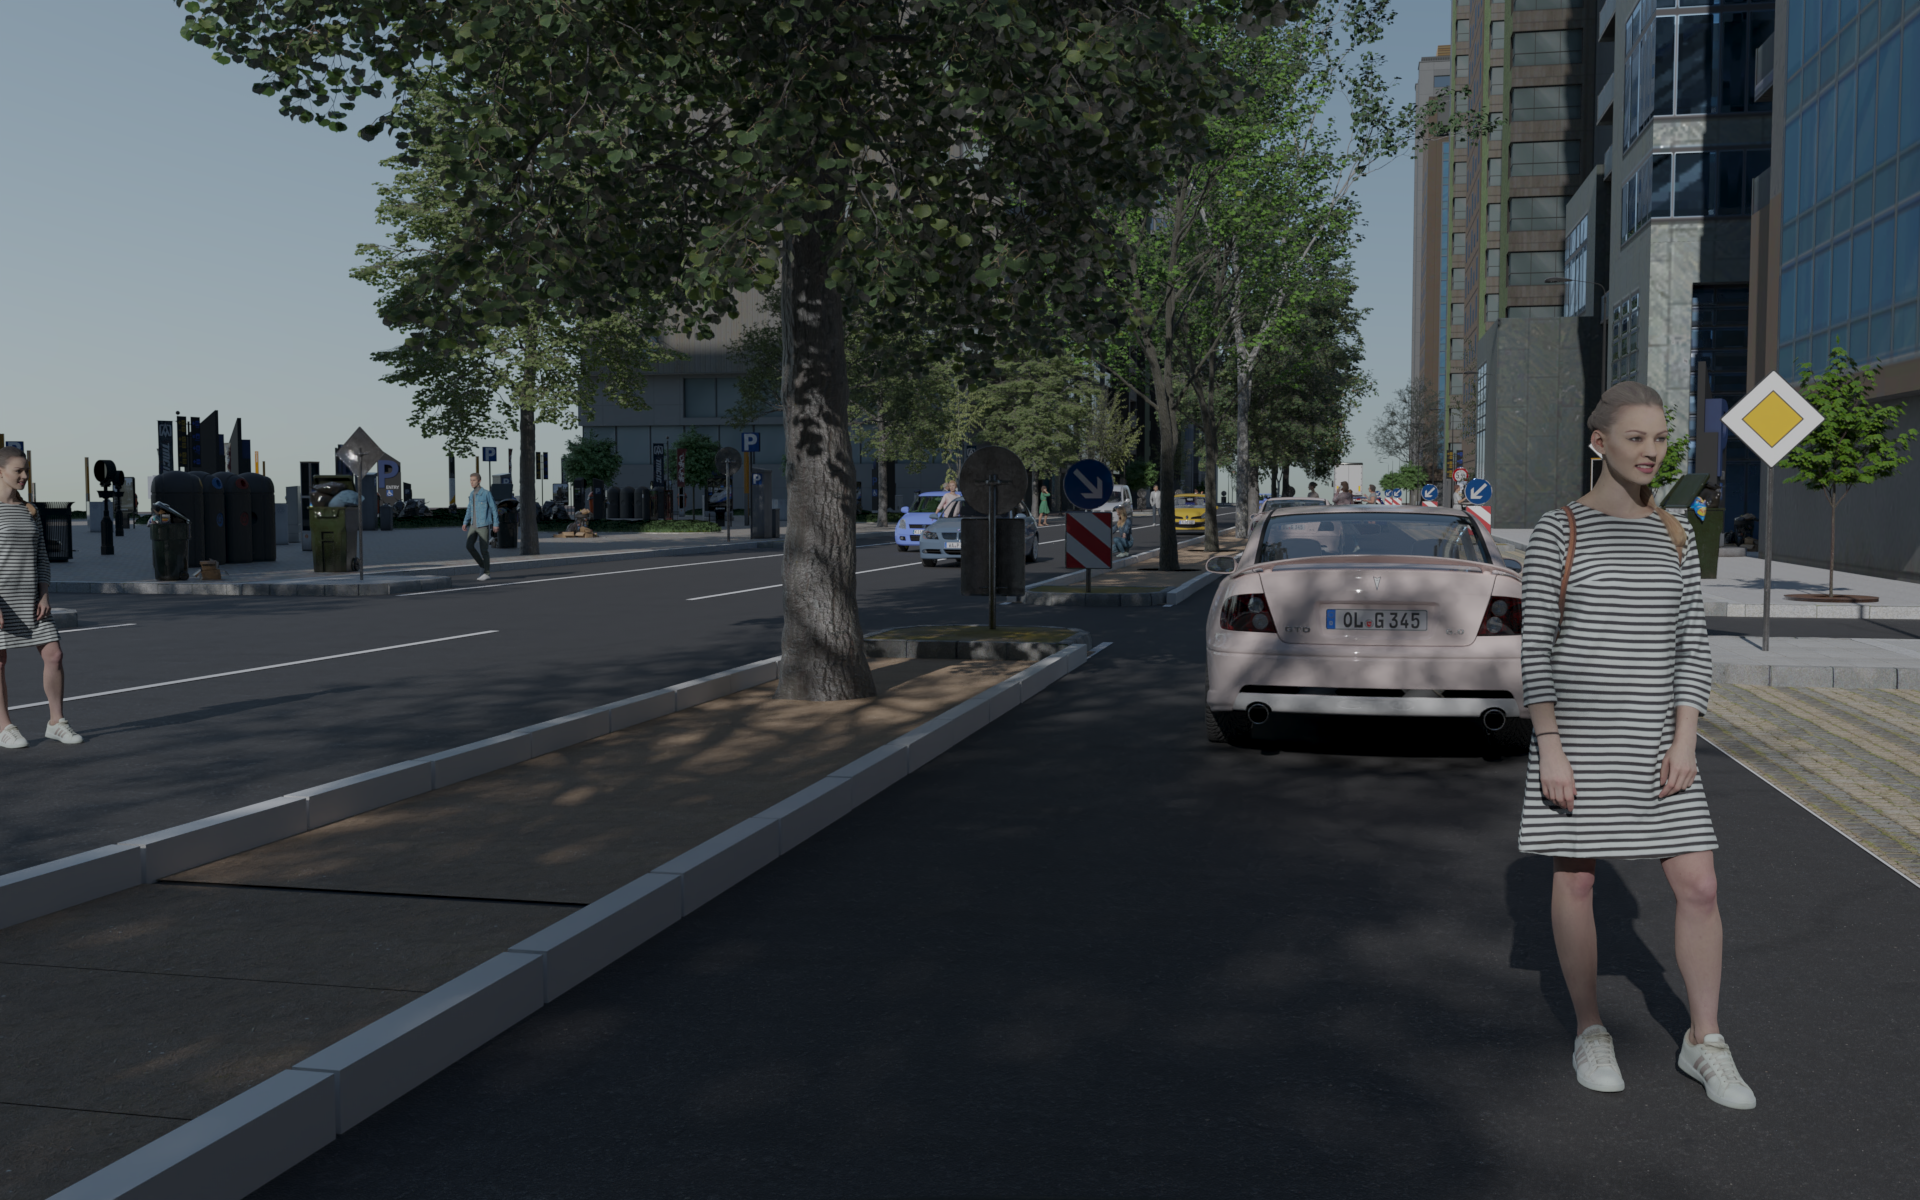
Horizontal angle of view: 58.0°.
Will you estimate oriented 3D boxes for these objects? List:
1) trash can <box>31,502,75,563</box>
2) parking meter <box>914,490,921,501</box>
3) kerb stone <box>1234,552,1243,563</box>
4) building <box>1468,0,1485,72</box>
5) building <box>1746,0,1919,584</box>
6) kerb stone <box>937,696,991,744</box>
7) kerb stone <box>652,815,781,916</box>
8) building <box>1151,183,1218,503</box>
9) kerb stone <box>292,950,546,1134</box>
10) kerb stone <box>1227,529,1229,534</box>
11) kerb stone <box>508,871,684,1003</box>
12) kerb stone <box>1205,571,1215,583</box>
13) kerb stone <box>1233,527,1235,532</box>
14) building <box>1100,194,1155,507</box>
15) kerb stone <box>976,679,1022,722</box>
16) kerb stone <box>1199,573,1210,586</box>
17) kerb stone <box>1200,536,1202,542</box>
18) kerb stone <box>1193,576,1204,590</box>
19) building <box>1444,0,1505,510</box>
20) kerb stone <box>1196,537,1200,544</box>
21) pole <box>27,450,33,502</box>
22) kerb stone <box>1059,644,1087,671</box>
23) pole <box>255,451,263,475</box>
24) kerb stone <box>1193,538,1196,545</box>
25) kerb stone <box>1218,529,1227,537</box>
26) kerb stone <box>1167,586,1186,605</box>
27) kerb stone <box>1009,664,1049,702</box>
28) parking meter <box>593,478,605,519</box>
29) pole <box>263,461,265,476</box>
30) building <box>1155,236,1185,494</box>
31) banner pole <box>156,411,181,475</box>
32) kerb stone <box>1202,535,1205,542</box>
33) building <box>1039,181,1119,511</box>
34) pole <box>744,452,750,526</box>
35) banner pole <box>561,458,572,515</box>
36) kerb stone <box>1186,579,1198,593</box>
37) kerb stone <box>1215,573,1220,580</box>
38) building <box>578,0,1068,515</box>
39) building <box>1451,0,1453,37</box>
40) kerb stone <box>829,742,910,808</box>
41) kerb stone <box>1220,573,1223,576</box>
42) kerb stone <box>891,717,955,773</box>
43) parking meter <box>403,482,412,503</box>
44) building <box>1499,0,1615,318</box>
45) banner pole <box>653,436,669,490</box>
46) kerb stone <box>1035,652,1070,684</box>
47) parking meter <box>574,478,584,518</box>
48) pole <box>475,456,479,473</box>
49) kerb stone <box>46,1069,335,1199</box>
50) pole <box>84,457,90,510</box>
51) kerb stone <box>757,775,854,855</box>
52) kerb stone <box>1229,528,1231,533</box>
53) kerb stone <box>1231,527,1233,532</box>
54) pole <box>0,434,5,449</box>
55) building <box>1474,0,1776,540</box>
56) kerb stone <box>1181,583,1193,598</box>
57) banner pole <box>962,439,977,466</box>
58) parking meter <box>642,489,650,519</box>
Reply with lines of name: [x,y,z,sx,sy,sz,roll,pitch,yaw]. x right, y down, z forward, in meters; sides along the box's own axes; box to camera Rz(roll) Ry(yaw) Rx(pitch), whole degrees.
trash can: [-16.993,-1.274,32.484,0.748,1.137,0.748,0,3,0]
parking meter: [-2.460,-5.592,99.843,0.372,1.533,0.369,0,3,0]
kerb stone: [5.995,-0.901,36.925,0.120,0.150,1.000,1,4,13]
building: [41.578,-28.504,116.148,14.600,45.320,14.200,1,4,13]
building: [20.839,-22.907,24.648,14.200,45.320,14.600,1,4,13]
kerb stone: [0.013,0.724,10.362,0.120,0.150,1.000,1,4,13]
kerb stone: [-0.884,0.968,6.366,0.120,0.150,1.000,1,4,13]
building: [24.365,-42.690,239.981,21.231,58.520,28.212,1,4,13]
kerb stone: [-1.334,1.095,4.371,0.120,0.150,1.000,1,4,13]
kerb stone: [9.350,-2.396,61.378,0.120,0.150,1.000,1,4,13]
kerb stone: [-1.109,1.031,5.369,0.120,0.150,1.000,1,4,13]
kerb stone: [3.975,-0.347,27.937,0.120,0.150,1.000,1,4,13]
kerb stone: [10.026,-2.576,64.388,0.120,0.150,1.000,1,4,13]
building: [10.413,-24.056,165.023,14.160,30.474,14.107,1,4,13]
kerb stone: [0.239,0.663,11.360,0.120,0.150,1.000,1,4,13]
kerb stone: [3.743,-0.290,26.937,0.120,0.150,1.000,1,4,13]
kerb stone: [6.874,-1.724,50.376,0.120,0.150,1.000,1,4,13]
kerb stone: [3.516,-0.229,25.932,0.120,0.150,1.000,1,4,13]
building: [43.937,-27.316,130.213,14.154,41.232,14.086,1,4,13]
kerb stone: [6.655,-1.659,49.373,0.120,0.150,1.000,1,4,13]
pole: [-43.277,-5.306,80.599,0.158,3.312,0.155,0,3,0]
kerb stone: [0.918,0.482,14.371,0.120,0.150,1.000,1,4,13]
pole: [-33.448,-5.420,82.459,0.158,3.312,0.155,0,3,0]
kerb stone: [6.424,-1.596,48.372,0.120,0.150,1.000,1,4,13]
kerb stone: [9.124,-2.335,60.375,0.120,0.150,1.000,1,4,13]
kerb stone: [2.847,-0.045,22.926,0.120,0.150,1.000,1,4,13]
kerb stone: [0.472,0.601,12.365,0.120,0.150,1.000,1,4,13]
parking meter: [-13.249,-3.540,63.591,0.399,1.863,0.255,0,4,2]
pole: [-42.968,-6.919,106.966,0.158,3.312,0.155,0,3,0]
building: [17.280,-25.686,191.662,14.160,30.474,14.107,1,4,13]
banner pole: [-23.626,-3.786,51.921,0.401,3.779,0.863,3,5,39]
kerb stone: [7.097,-1.780,51.374,0.120,0.150,1.000,1,4,13]
building: [0.414,-32.067,143.904,23.786,49.044,30.456,1,4,13]
pole: [-8.612,-4.654,69.941,0.158,3.312,0.155,0,3,0]
banner pole: [-23.959,-7.073,105.666,0.863,3.779,0.401,-3,4,-36]
kerb stone: [3.289,-0.167,24.930,0.120,0.150,1.000,1,4,13]
kerb stone: [4.200,-0.408,28.934,0.120,0.150,1.000,1,4,13]
building: [-7.650,-32.215,115.957,28.713,52.752,27.495,1,4,13]
building: [53.033,-37.155,149.477,21.231,58.520,28.212,1,4,13]
kerb stone: [-0.438,0.846,8.363,0.120,0.150,1.000,1,4,13]
kerb stone: [4.417,-0.473,29.938,0.120,0.150,1.000,1,4,13]
kerb stone: [-0.209,0.785,9.364,0.120,0.150,1.000,1,4,13]
parking meter: [-26.416,-4.719,82.864,0.399,1.863,0.255,-1,4,-12]
building: [33.948,-19.212,85.818,14.160,30.474,14.107,1,4,13]
banner pole: [-12.881,-5.199,75.013,0.863,3.779,0.401,-1,4,-12]
kerb stone: [0.689,0.540,13.371,0.120,0.150,1.000,1,4,13]
parking meter: [-13.392,-3.375,60.896,0.255,1.863,0.399,0,4,6]
pole: [-25.901,-6.066,93.016,0.158,3.312,0.155,0,3,0]
kerb stone: [-1.555,1.153,3.369,0.120,0.150,1.000,1,4,13]
pole: [-48.099,-6.216,95.477,0.158,3.312,0.155,0,3,0]
kerb stone: [-0.659,0.909,7.363,0.120,0.150,1.000,1,4,13]
kerb stone: [9.578,-2.458,62.378,0.120,0.150,1.000,1,4,13]
kerb stone: [9.803,-2.520,63.391,0.120,0.150,1.000,1,4,13]
pole: [-32.253,-3.948,58.392,0.158,3.312,0.155,0,3,0]
building: [29.464,-45.332,53.856,22.319,86.520,31.000,1,4,13]
kerb stone: [3.076,-0.103,23.930,0.120,0.150,1.000,1,4,13]
banner pole: [0.361,-5.415,78.556,0.863,3.779,0.401,1,4,12]
parking meter: [-15.709,-4.790,86.719,0.372,1.533,0.369,0,3,0]
